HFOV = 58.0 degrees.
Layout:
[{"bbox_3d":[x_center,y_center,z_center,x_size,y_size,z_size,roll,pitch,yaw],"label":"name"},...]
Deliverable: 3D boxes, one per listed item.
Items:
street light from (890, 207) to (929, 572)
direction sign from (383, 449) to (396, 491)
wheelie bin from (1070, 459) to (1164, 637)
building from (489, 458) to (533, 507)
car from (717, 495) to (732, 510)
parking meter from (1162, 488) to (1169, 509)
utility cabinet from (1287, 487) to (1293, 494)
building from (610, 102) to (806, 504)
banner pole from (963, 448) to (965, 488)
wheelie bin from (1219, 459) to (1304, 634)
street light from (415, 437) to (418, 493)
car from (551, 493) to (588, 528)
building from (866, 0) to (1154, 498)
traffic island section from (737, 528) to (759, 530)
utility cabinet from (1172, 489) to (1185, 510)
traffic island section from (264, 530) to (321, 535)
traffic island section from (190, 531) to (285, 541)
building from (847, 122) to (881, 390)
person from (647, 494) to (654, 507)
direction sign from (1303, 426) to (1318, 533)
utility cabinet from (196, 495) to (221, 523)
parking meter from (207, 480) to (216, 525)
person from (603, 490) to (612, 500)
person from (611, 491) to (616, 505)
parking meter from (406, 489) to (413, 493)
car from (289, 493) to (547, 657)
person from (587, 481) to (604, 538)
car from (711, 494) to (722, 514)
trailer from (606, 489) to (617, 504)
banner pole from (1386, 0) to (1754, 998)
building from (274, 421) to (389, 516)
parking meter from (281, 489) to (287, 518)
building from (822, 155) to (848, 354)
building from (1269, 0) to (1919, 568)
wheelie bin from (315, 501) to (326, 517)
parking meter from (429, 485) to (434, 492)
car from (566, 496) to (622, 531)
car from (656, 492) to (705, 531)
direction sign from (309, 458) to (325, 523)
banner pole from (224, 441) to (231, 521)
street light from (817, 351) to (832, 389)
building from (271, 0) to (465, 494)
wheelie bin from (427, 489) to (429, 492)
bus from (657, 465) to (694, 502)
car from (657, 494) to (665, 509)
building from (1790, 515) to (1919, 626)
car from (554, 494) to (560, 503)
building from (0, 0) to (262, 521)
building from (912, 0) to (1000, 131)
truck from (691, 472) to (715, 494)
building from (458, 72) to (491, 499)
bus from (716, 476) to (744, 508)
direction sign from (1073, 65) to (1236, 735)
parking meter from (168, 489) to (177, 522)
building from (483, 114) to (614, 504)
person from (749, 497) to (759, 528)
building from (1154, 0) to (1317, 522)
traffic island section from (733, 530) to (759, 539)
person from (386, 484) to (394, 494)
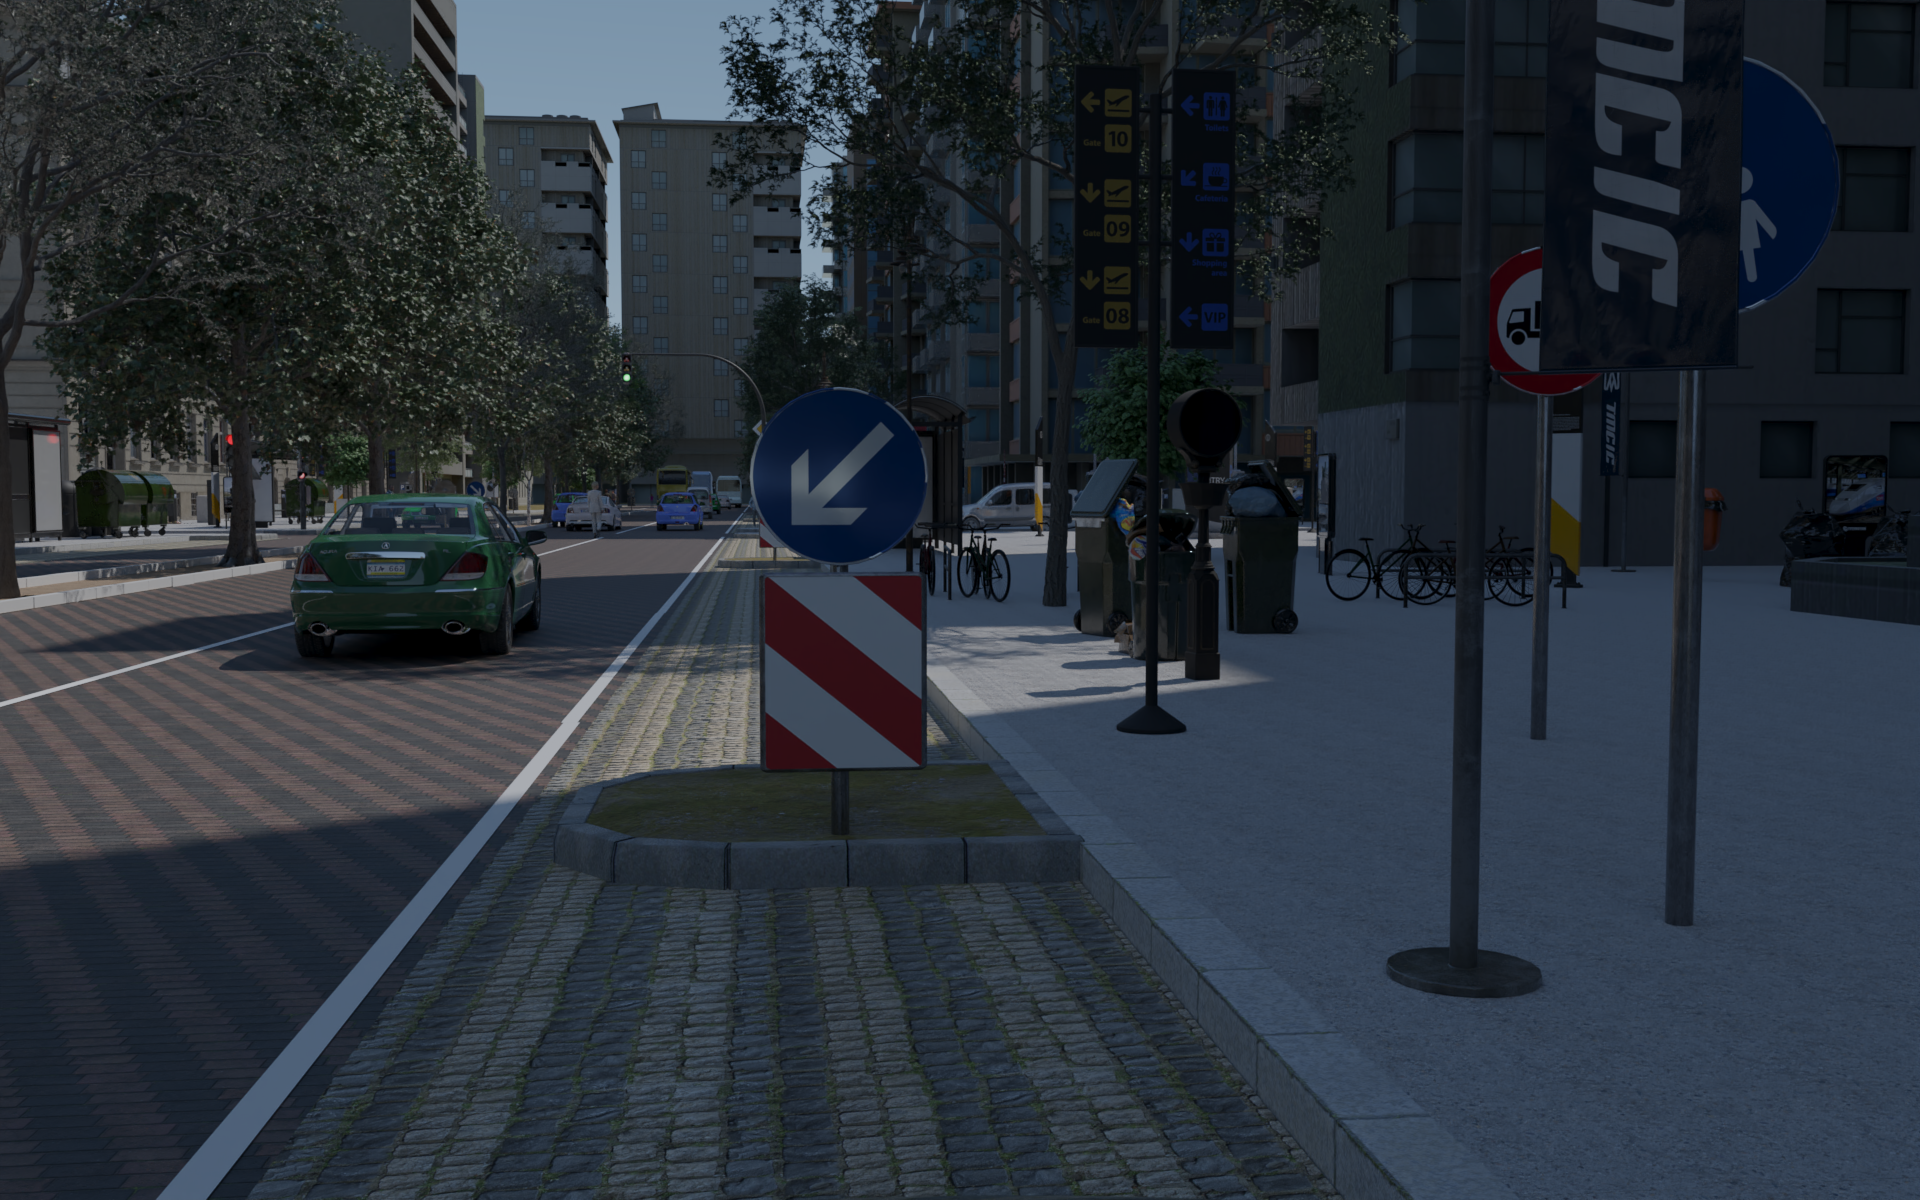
[{"bbox_3d":[-0.763,-3.257,26.037,0.468,5.910,1.993,0,4,-7],"label":"street light"},{"bbox_3d":[-28.950,-5.842,87.513,0.876,3.537,0.379,-1,4,-22],"label":"direction sign"},{"bbox_3d":[1.435,-0.483,15.812,0.693,1.594,0.980,-2,4,-26],"label":"wheelie bin"},{"bbox_3d":[-63.279,-21.039,189.020,28.899,21.520,27.650,0,4,-7],"label":"building"},{"bbox_3d":[-22.347,-9.138,161.776,2.083,1.381,4.827,0,4,-6],"label":"car"},{"bbox_3d":[8.663,-3.973,73.370,0.372,1.533,0.369,0,3,0],"label":"parking meter"},{"bbox_3d":[10.145,-2.878,55.739,1.173,1.500,0.318,-2,4,-28],"label":"utility cabinet"},{"bbox_3d":[-33.237,-39.957,242.528,27.495,52.752,28.713,0,4,-7],"label":"building"},{"bbox_3d":[-0.048,-5.649,82.372,0.401,3.779,0.863,3,5,40],"label":"banner pole"},{"bbox_3d":[2.777,-0.499,16.068,0.693,1.594,0.980,0,4,-5],"label":"wheelie bin"},{"bbox_3d":[-29.333,-7.379,93.435,0.468,5.910,1.993,0,4,-7],"label":"street light"},{"bbox_3d":[-16.754,-4.033,75.532,1.945,1.707,3.694,0,4,-5],"label":"car"},{"bbox_3d":[2.985,-30.648,155.726,22.147,44.769,28.867,0,4,-7],"label":"building"},{"bbox_3d":[-7.284,-2.577,64.418,2.009,0.180,2.903,0,4,-7],"label":"traffic island section"},{"bbox_3d":[9.336,-3.821,71.159,1.173,1.500,0.318,2,4,27],"label":"utility cabinet"},{"bbox_3d":[-23.716,-2.461,62.521,2.009,0.180,2.903,0,4,-7],"label":"traffic island section"},{"bbox_3d":[-22.795,-1.976,54.589,2.009,0.180,2.903,0,4,-7],"label":"traffic island section"},{"bbox_3d":[-5.783,-33.698,201.068,14.600,45.320,14.200,0,4,-7],"label":"building"},{"bbox_3d":[-31.427,-10.082,176.558,0.991,1.433,0.599,-2,4,-28],"label":"person"},{"bbox_3d":[11.716,-4.005,57.473,0.379,3.537,0.876,-2,4,-33],"label":"direction sign"},{"bbox_3d":[-33.570,-4.049,77.369,1.020,1.237,0.306,1,4,11],"label":"utility cabinet"},{"bbox_3d":[-30.750,-4.009,71.258,0.255,1.863,0.399,1,4,15],"label":"parking meter"},{"bbox_3d":[-30.191,-8.513,147.817,0.705,1.807,1.348,3,5,40],"label":"person"},{"bbox_3d":[-33.613,-9.674,167.207,0.750,1.759,0.617,-2,4,-31],"label":"person"},{"bbox_3d":[-30.432,-5.340,95.713,0.372,1.533,0.369,0,3,0],"label":"parking meter"},{"bbox_3d":[-5.138,-0.304,16.766,2.131,1.459,4.920,-1,4,-8],"label":"car"},{"bbox_3d":[-11.795,-2.915,56.045,0.514,1.842,0.818,-1,4,-10],"label":"person"},{"bbox_3d":[-18.023,-7.035,123.819,1.959,1.807,4.718,0,4,-6],"label":"car"},{"bbox_3d":[-38.926,-11.398,193.409,1.471,1.999,3.904,0,4,-6],"label":"trailer"},{"bbox_3d":[1.546,-0.879,4.389,0.863,3.779,0.401,2,4,25],"label":"banner pole"},{"bbox_3d":[-47.393,-18.156,115.943,14.460,24.649,34.723,0,4,-7],"label":"building"},{"bbox_3d":[-36.213,-5.167,92.890,0.372,1.533,0.369,0,3,0],"label":"parking meter"},{"bbox_3d":[-4.115,-38.155,243.445,30.456,49.044,23.786,0,4,-7],"label":"building"},{"bbox_3d":[13.910,-16.219,36.876,14.160,30.474,14.107,0,4,-7],"label":"building"},{"bbox_3d":[-35.832,-5.438,96.827,0.980,1.594,0.693,-3,5,-42],"label":"wheelie bin"},{"bbox_3d":[-33.966,-6.461,111.347,0.255,1.863,0.399,-2,4,-35],"label":"parking meter"},{"bbox_3d":[-14.413,-3.417,68.229,2.083,1.381,4.827,0,4,-6],"label":"car"},{"bbox_3d":[-11.122,-3.624,68.842,1.945,1.707,3.694,0,4,-6],"label":"car"},{"bbox_3d":[-28.317,-5.155,76.289,0.876,3.537,0.379,2,4,25],"label":"direction sign"},{"bbox_3d":[-34.773,-5.656,82.489,0.401,3.779,0.863,0,4,7],"label":"banner pole"},{"bbox_3d":[-4.397,-5.100,56.174,0.468,5.910,1.993,0,4,-7],"label":"street light"},{"bbox_3d":[-54.511,-31.877,144.898,21.300,48.544,21.600,0,4,-7],"label":"building"},{"bbox_3d":[-34.838,-6.515,114.424,0.980,1.594,0.693,-1,4,-8],"label":"wheelie bin"},{"bbox_3d":[-24.298,-9.541,147.548,2.896,3.916,12.252,0,4,-7],"label":"bus"},{"bbox_3d":[-21.423,-7.135,128.447,2.131,1.459,4.920,0,4,-5],"label":"car"},{"bbox_3d":[19.946,-28.466,7.418,21.231,58.520,28.212,0,4,-7],"label":"building"},{"bbox_3d":[-28.094,-6.990,123.089,1.959,1.807,4.718,0,4,-5],"label":"car"},{"bbox_3d":[-44.782,-15.248,82.581,16.112,22.955,30.059,0,4,-7],"label":"building"},{"bbox_3d":[8.289,-30.959,125.787,23.786,49.044,30.456,0,4,-7],"label":"building"},{"bbox_3d":[-30.493,-12.976,201.911,2.967,4.110,18.799,0,4,-5],"label":"truck"},{"bbox_3d":[-52.779,-29.337,163.250,14.154,41.232,14.086,0,4,-7],"label":"building"},{"bbox_3d":[-24.359,-11.511,183.063,2.948,3.499,13.247,0,4,-7],"label":"bus"},{"bbox_3d":[1.040,-1.059,9.305,0.876,3.537,0.379,-1,4,-9],"label":"direction sign"},{"bbox_3d":[-35.214,-4.221,77.431,0.372,1.533,0.369,0,3,0],"label":"parking meter"},{"bbox_3d":[-60.578,-39.779,239.622,27.495,52.752,28.713,0,4,-7],"label":"building"},{"bbox_3d":[-8.371,-3.711,70.993,0.589,1.601,0.330,0,4,8],"label":"person"},{"bbox_3d":[14.818,-26.389,86.079,28.867,44.769,22.147,0,4,-7],"label":"building"},{"bbox_3d":[-6.363,-2.092,56.486,2.009,0.180,2.903,0,4,-7],"label":"traffic island section"},{"bbox_3d":[-21.856,-3.536,66.502,0.419,1.800,0.721,0,4,1],"label":"person"}]
